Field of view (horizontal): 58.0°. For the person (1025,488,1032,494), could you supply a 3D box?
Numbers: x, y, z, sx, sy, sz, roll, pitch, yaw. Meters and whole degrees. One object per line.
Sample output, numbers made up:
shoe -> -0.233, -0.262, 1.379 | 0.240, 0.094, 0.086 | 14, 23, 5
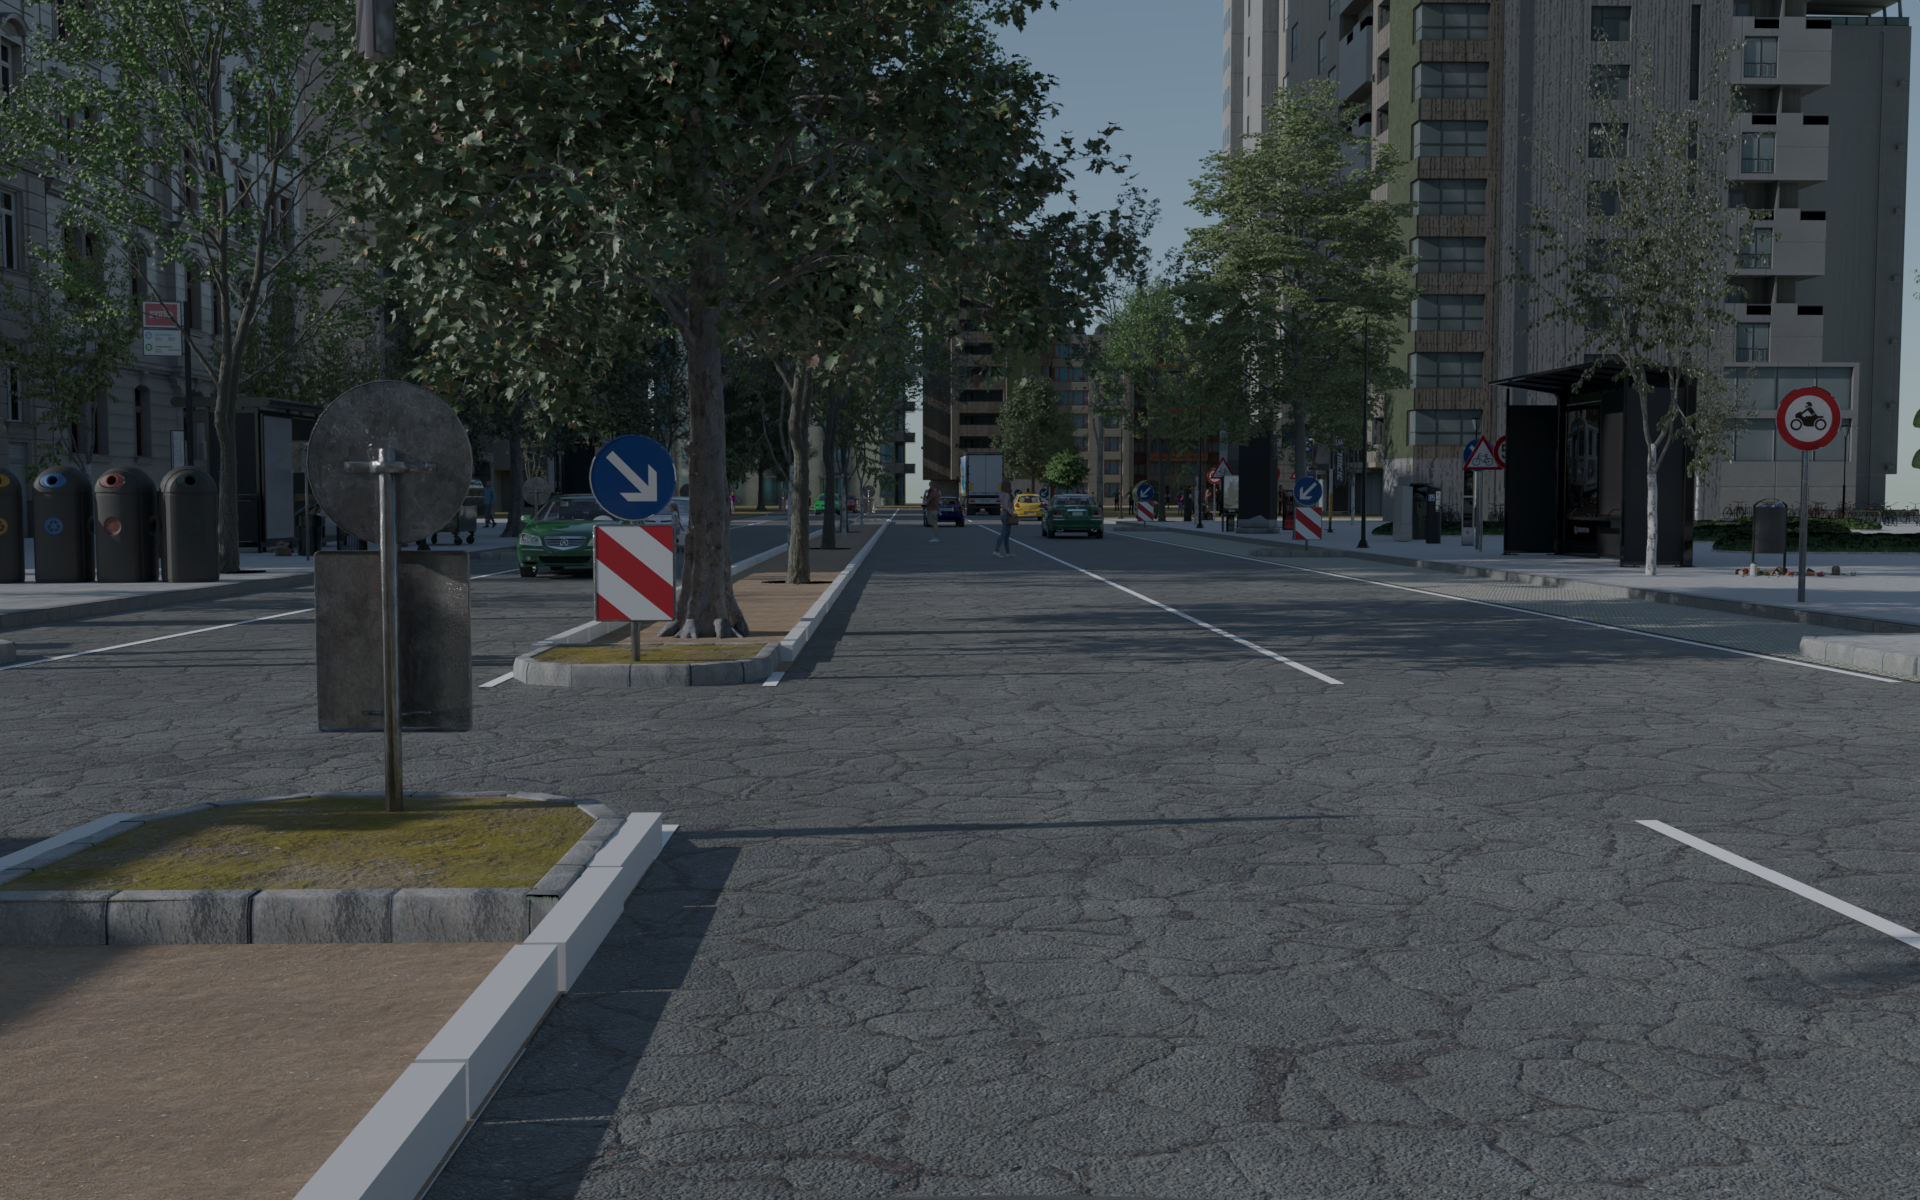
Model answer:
person -> 4.382, -6.304, 111.658 | 1.348, 1.812, 0.705 | -1, 4, -9

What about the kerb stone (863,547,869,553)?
kerb stone -> -2.213, -1.077, 39.851 | 0.120, 0.150, 1.000 | 0, 4, -2

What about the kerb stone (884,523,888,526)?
kerb stone -> -3.077, -2.895, 69.536 | 0.120, 0.150, 1.000 | 0, 4, -2

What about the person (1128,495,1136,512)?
person -> 12.824, -7.321, 125.827 | 1.350, 1.814, 0.705 | 1, 4, 23

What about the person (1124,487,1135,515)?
person -> 10.671, -6.149, 107.287 | 1.217, 1.735, 0.721 | -2, 4, -30

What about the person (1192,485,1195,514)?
person -> 13.254, -5.638, 98.325 | 0.705, 1.812, 1.348 | 0, 4, 1

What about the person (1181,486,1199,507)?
person -> 12.861, -5.496, 96.620 | 1.217, 1.735, 0.721 | -1, 4, -18

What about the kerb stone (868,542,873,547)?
kerb stone -> -2.334, -1.330, 43.940 | 0.120, 0.150, 1.000 | 0, 4, -2

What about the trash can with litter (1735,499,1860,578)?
trash can with litter -> 13.197, -0.993, 27.291 | 2.233, 1.210, 1.678 | 0, 4, 0

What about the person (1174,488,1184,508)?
person -> 19.856, -9.124, 155.202 | 1.348, 1.826, 0.705 | 1, 4, 18

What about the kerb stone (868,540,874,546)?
kerb stone -> -2.364, -1.392, 44.962 | 0.120, 0.150, 1.000 | 0, 4, -2

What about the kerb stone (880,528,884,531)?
kerb stone -> -2.812, -2.329, 60.315 | 0.120, 0.150, 1.000 | 0, 4, -2

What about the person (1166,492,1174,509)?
person -> 17.982, -8.510, 148.409 | 0.697, 1.427, 0.421 | 2, 4, 24

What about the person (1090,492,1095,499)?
person -> 8.980, -6.692, 118.651 | 0.628, 1.438, 0.799 | 0, 4, 4

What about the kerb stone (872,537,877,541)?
kerb stone -> -2.453, -1.578, 48.032 | 0.120, 0.150, 1.000 | 0, 4, -2

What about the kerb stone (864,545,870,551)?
kerb stone -> -2.249, -1.141, 40.872 | 0.120, 0.150, 1.000 | 0, 4, -2

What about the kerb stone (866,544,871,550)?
kerb stone -> -2.275, -1.205, 41.894 | 0.120, 0.150, 1.000 | 0, 4, -2

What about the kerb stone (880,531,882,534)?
kerb stone -> -2.689, -2.079, 56.216 | 0.120, 0.150, 1.000 | 0, 4, -2

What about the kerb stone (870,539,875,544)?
kerb stone -> -2.393, -1.455, 45.984 | 0.120, 0.150, 1.000 | 0, 4, -2

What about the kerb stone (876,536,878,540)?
kerb stone -> -2.515, -1.704, 50.082 | 0.120, 0.150, 1.000 | 0, 4, -2

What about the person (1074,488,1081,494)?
person -> 8.973, -7.700, 132.769 | 1.217, 1.723, 0.721 | 2, 4, 28

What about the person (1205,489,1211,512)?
person -> 17.689, -7.088, 123.407 | 0.593, 1.643, 0.415 | 3, 5, 42

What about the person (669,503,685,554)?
person -> -6.697, -1.683, 41.031 | 0.382, 1.210, 0.505 | -1, 4, -13

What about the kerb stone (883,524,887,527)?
kerb stone -> -3.018, -2.763, 67.477 | 0.120, 0.150, 1.000 | 0, 4, -2

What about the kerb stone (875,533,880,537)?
kerb stone -> -2.604, -1.893, 53.148 | 0.120, 0.150, 1.000 | 0, 4, -2

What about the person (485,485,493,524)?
person -> -20.285, -4.183, 74.705 | 0.520, 1.790, 0.573 | 0, 4, 4

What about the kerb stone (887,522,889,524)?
kerb stone -> -3.201, -3.144, 73.628 | 0.120, 0.150, 1.000 | 0, 4, -2

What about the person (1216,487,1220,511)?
person -> 19.667, -7.688, 131.763 | 0.705, 1.821, 1.348 | 0, 4, 7

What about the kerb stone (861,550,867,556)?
kerb stone -> -2.159, -0.946, 37.792 | 0.120, 0.150, 1.000 | 0, 4, -2

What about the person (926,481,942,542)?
person -> -0.797, -2.656, 51.908 | 0.573, 1.828, 0.580 | -2, 4, -31

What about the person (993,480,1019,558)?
person -> 1.003, -1.836, 39.107 | 0.643, 1.750, 0.593 | -1, 4, -16

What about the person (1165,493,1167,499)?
person -> 19.185, -9.394, 162.875 | 0.421, 1.427, 0.697 | -2, 4, -31

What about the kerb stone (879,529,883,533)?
kerb stone -> -2.748, -2.206, 58.260 | 0.120, 0.150, 1.000 | 0, 4, -2

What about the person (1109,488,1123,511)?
person -> 11.627, -7.462, 128.768 | 1.217, 1.735, 0.721 | 3, 4, 36

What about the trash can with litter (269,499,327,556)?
trash can with litter -> -13.709, -1.497, 35.858 | 1.055, 1.170, 0.624 | -2, 4, -33

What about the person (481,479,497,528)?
person -> -17.885, -3.670, 65.910 | 0.638, 1.841, 0.748 | 3, 5, 41

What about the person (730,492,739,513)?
person -> -15.405, -6.651, 118.006 | 0.599, 1.433, 0.991 | 3, 4, 36

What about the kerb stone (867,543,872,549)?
kerb stone -> -2.302, -1.267, 42.916 | 0.120, 0.150, 1.000 | 0, 4, -2

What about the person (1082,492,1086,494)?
person -> 7.925, -6.402, 113.904 | 0.628, 1.438, 0.799 | 3, 5, 41

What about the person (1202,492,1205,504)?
person -> 22.751, -9.613, 163.742 | 1.217, 1.766, 0.721 | 3, 4, 36

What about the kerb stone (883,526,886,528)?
kerb stone -> -2.929, -2.582, 64.408 | 0.120, 0.150, 1.000 | 0, 4, -2

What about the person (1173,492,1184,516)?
person -> 12.967, -5.656, 101.749 | 0.991, 1.433, 0.599 | 2, 4, 33

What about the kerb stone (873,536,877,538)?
kerb stone -> -2.488, -1.642, 49.058 | 0.120, 0.150, 1.000 | 0, 4, -2

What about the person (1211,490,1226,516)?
person -> 15.265, -5.785, 100.762 | 1.348, 1.807, 0.705 | 1, 4, 13

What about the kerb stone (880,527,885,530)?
kerb stone -> -2.875, -2.455, 62.364 | 0.120, 0.150, 1.000 | 0, 4, -2

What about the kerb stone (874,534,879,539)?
kerb stone -> -2.573, -1.831, 52.126 | 0.120, 0.150, 1.000 | 0, 4, -2

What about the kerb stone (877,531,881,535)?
kerb stone -> -2.661, -2.018, 55.192 | 0.120, 0.150, 1.000 | 0, 4, -2

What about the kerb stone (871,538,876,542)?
kerb stone -> -2.427, -1.515, 47.010 | 0.120, 0.150, 1.000 | 0, 4, -2

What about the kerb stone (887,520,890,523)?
kerb stone -> -3.328, -3.397, 77.728 | 0.120, 0.150, 1.000 | 0, 4, -2

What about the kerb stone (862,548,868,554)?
kerb stone -> -2.192, -1.017, 38.817 | 0.120, 0.150, 1.000 | 0, 4, -2

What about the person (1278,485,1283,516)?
person -> 18.825, -5.840, 101.625 | 0.705, 1.812, 1.348 | 1, 4, 13
